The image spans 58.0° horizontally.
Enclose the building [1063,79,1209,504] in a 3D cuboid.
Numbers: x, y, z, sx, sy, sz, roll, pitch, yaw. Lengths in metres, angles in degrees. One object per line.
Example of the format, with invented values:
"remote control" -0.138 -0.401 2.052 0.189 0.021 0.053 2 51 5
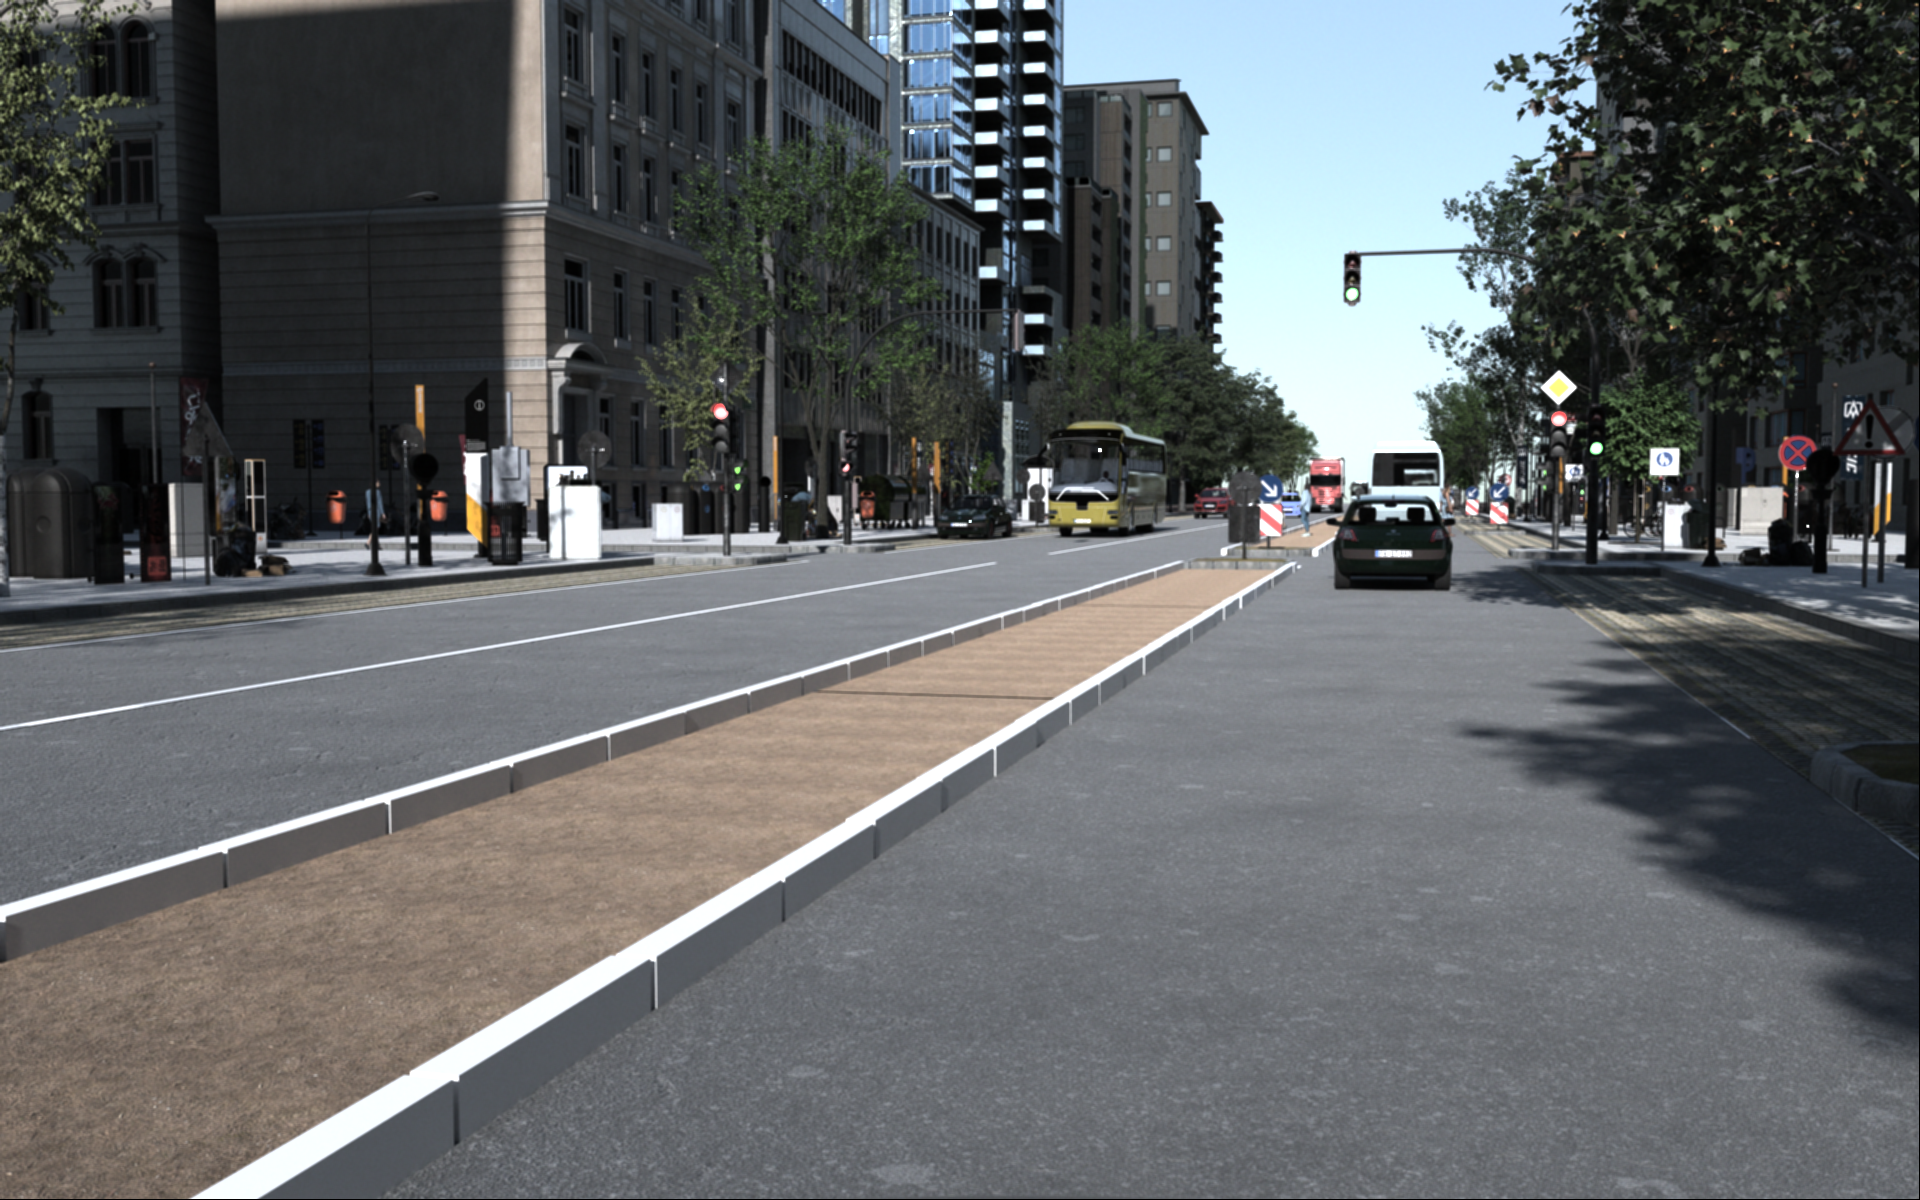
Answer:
"building" 16.861 -39.041 227.561 28.713 52.752 27.495 1 4 14

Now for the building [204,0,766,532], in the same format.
"building" -17.300 -17.252 67.982 13.634 28.700 20.117 1 4 14

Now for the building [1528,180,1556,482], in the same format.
"building" 93.074 -38.184 243.919 23.786 49.044 30.456 1 4 14

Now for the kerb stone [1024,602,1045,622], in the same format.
"kerb stone" 0.777 0.159 19.684 0.120 0.150 1.000 1 4 14

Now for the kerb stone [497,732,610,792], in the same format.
"kerb stone" -2.063 0.822 8.750 0.120 0.150 1.000 1 4 14

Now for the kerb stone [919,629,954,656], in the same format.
"kerb stone" -0.259 0.399 15.692 0.120 0.150 1.000 1 4 14

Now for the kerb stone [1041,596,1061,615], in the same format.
"kerb stone" 1.023 0.093 20.676 0.120 0.150 1.000 1 4 14

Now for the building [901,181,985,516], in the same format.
"building" -5.370 -15.691 105.692 9.793 20.994 18.267 1 4 14

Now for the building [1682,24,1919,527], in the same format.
"building" 53.069 -14.736 85.971 27.650 21.520 28.899 1 4 14

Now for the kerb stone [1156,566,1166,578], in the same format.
"kerb stone" 3.355 -0.454 29.624 0.120 0.150 1.000 1 4 14

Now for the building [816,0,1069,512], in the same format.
"building" -3.283 -50.347 135.840 22.319 86.520 31.000 1 4 14

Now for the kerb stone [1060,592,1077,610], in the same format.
"kerb stone" 1.286 0.035 21.666 0.120 0.150 1.000 1 4 14

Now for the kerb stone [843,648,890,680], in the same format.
"kerb stone" -0.779 0.520 13.710 0.120 0.150 1.000 1 4 14

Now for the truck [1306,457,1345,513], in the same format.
"truck" 28.303 -8.849 133.602 2.839 4.237 11.283 1 4 13

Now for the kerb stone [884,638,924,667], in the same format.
"kerb stone" -0.520 0.458 14.699 0.120 0.150 1.000 1 4 14

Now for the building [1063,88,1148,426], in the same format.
"building" 10.491 -29.838 171.452 14.154 41.232 14.086 1 4 14

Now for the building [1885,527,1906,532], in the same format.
"building" 46.333 -12.844 55.045 28.899 21.520 27.650 1 4 14

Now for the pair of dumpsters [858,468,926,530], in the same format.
"pair of dumpsters" -2.558 -3.773 64.175 1.574 2.255 4.437 1 4 14

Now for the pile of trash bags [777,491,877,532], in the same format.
"pile of trash bags" -4.568 -3.031 59.316 3.447 1.369 1.912 0 4 -1

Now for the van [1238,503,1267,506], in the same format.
"van" 20.489 -6.988 121.260 2.013 2.044 4.112 1 4 16

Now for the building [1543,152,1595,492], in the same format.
"building" 84.942 -34.309 215.569 22.147 44.769 28.867 1 4 14

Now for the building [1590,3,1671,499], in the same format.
"building" 71.932 -34.561 154.315 28.713 52.752 27.495 1 4 14

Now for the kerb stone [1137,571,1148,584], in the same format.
"kerb stone" 2.834 -0.333 27.637 0.120 0.150 1.000 1 4 14

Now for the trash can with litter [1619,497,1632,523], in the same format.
"trash can with litter" 29.917 -4.038 77.416 1.055 1.170 0.624 -3 5 -45

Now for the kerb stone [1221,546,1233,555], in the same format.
"kerb stone" 6.313 -1.151 41.074 0.120 0.150 1.000 1 4 14

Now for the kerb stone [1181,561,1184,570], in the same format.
"kerb stone" 4.116 -0.637 32.603 0.120 0.150 1.000 1 4 14

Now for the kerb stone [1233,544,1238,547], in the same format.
"kerb stone" 6.571 -1.215 42.063 0.120 0.150 1.000 1 4 14

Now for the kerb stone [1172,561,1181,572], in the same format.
"kerb stone" 3.860 -0.576 31.611 0.120 0.150 1.000 1 4 14

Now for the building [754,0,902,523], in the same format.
"building" -11.537 -16.480 87.477 12.078 24.808 19.932 1 4 14

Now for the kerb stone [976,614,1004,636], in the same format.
"kerb stone" 0.254 0.277 17.702 0.120 0.150 1.000 1 4 14

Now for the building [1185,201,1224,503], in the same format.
"building" 26.662 -36.679 254.329 22.147 44.769 28.867 1 4 14

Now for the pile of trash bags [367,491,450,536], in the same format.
"pile of trash bags" -17.149 -2.691 53.752 3.447 1.369 1.912 2 4 30

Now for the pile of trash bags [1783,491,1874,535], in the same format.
"pile of trash bags" 27.253 -2.772 55.080 3.447 1.369 1.912 -1 4 -14

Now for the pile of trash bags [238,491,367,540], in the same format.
"pile of trash bags" -18.857 -2.383 48.710 3.447 1.369 1.912 0 4 7

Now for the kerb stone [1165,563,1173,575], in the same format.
"kerb stone" 3.603 -0.511 30.617 0.120 0.150 1.000 1 4 14

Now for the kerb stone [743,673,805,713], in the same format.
"kerb stone" -1.295 0.640 11.727 0.120 0.150 1.000 1 4 14

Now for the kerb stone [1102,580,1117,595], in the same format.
"kerb stone" 2.055 -0.150 24.650 0.120 0.150 1.000 1 4 14

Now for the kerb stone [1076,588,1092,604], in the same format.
"kerb stone" 1.541 -0.022 22.662 0.120 0.150 1.000 1 4 14

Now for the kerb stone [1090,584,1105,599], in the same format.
"kerb stone" 1.802 -0.085 23.660 0.120 0.150 1.000 1 4 14

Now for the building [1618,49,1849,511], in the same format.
"building" 67.273 -26.757 129.359 32.217 40.220 23.993 1 4 14

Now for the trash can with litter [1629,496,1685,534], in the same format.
"trash can with litter" 22.408 -2.704 55.276 2.233 1.210 1.678 0 4 1

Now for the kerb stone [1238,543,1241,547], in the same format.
"kerb stone" 6.825 -1.276 43.054 0.120 0.150 1.000 1 4 14

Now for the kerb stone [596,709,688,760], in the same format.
"kerb stone" -1.803 0.762 9.739 0.120 0.150 1.000 1 4 14

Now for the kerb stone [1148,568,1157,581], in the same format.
"kerb stone" 3.090 -0.391 28.627 0.120 0.150 1.000 1 4 14

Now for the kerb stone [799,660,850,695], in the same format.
"kerb stone" -1.038 0.582 12.719 0.120 0.150 1.000 1 4 14

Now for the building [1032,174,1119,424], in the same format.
"building" 6.426 -23.645 158.297 14.160 30.474 14.107 1 4 14

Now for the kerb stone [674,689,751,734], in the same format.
"kerb stone" -1.553 0.701 10.731 0.120 0.150 1.000 1 4 14

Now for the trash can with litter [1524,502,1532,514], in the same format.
"trash can with litter" 36.342 -6.037 110.094 1.055 1.170 0.624 2 4 34

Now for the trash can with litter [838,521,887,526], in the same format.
"trash can with litter" -3.811 -3.584 69.657 2.233 1.210 1.678 0 4 -5

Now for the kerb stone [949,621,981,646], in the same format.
"kerb stone" 0.004 0.336 16.703 0.120 0.150 1.000 1 4 14

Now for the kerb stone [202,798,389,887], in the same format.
"kerb stone" -2.580 0.944 6.759 0.120 0.150 1.000 1 4 14

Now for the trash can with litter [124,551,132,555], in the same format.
"trash can with litter" -18.189 -1.525 35.990 1.678 1.210 2.233 2 4 27

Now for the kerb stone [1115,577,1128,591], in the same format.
"kerb stone" 2.315 -0.211 25.647 0.120 0.150 1.000 1 4 14

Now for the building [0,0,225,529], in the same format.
"building" -36.558 -17.234 69.158 23.554 28.519 14.401 1 4 14

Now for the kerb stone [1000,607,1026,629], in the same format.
"kerb stone" 0.517 0.214 18.694 0.120 0.150 1.000 1 4 14

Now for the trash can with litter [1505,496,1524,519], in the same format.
"trash can with litter" 28.241 -4.725 88.642 0.624 1.170 1.055 0 4 -2

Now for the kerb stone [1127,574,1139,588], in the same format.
"kerb stone" 2.577 -0.272 26.647 0.120 0.150 1.000 1 4 14

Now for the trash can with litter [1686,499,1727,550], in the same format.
"trash can with litter" 17.268 -1.748 39.961 0.624 1.170 1.055 -1 4 -17

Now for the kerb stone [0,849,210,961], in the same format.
"kerb stone" -2.836 1.007 5.769 0.120 0.150 1.000 1 4 14

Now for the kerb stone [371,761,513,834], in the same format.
"kerb stone" -2.318 0.883 7.752 0.120 0.150 1.000 1 4 14
